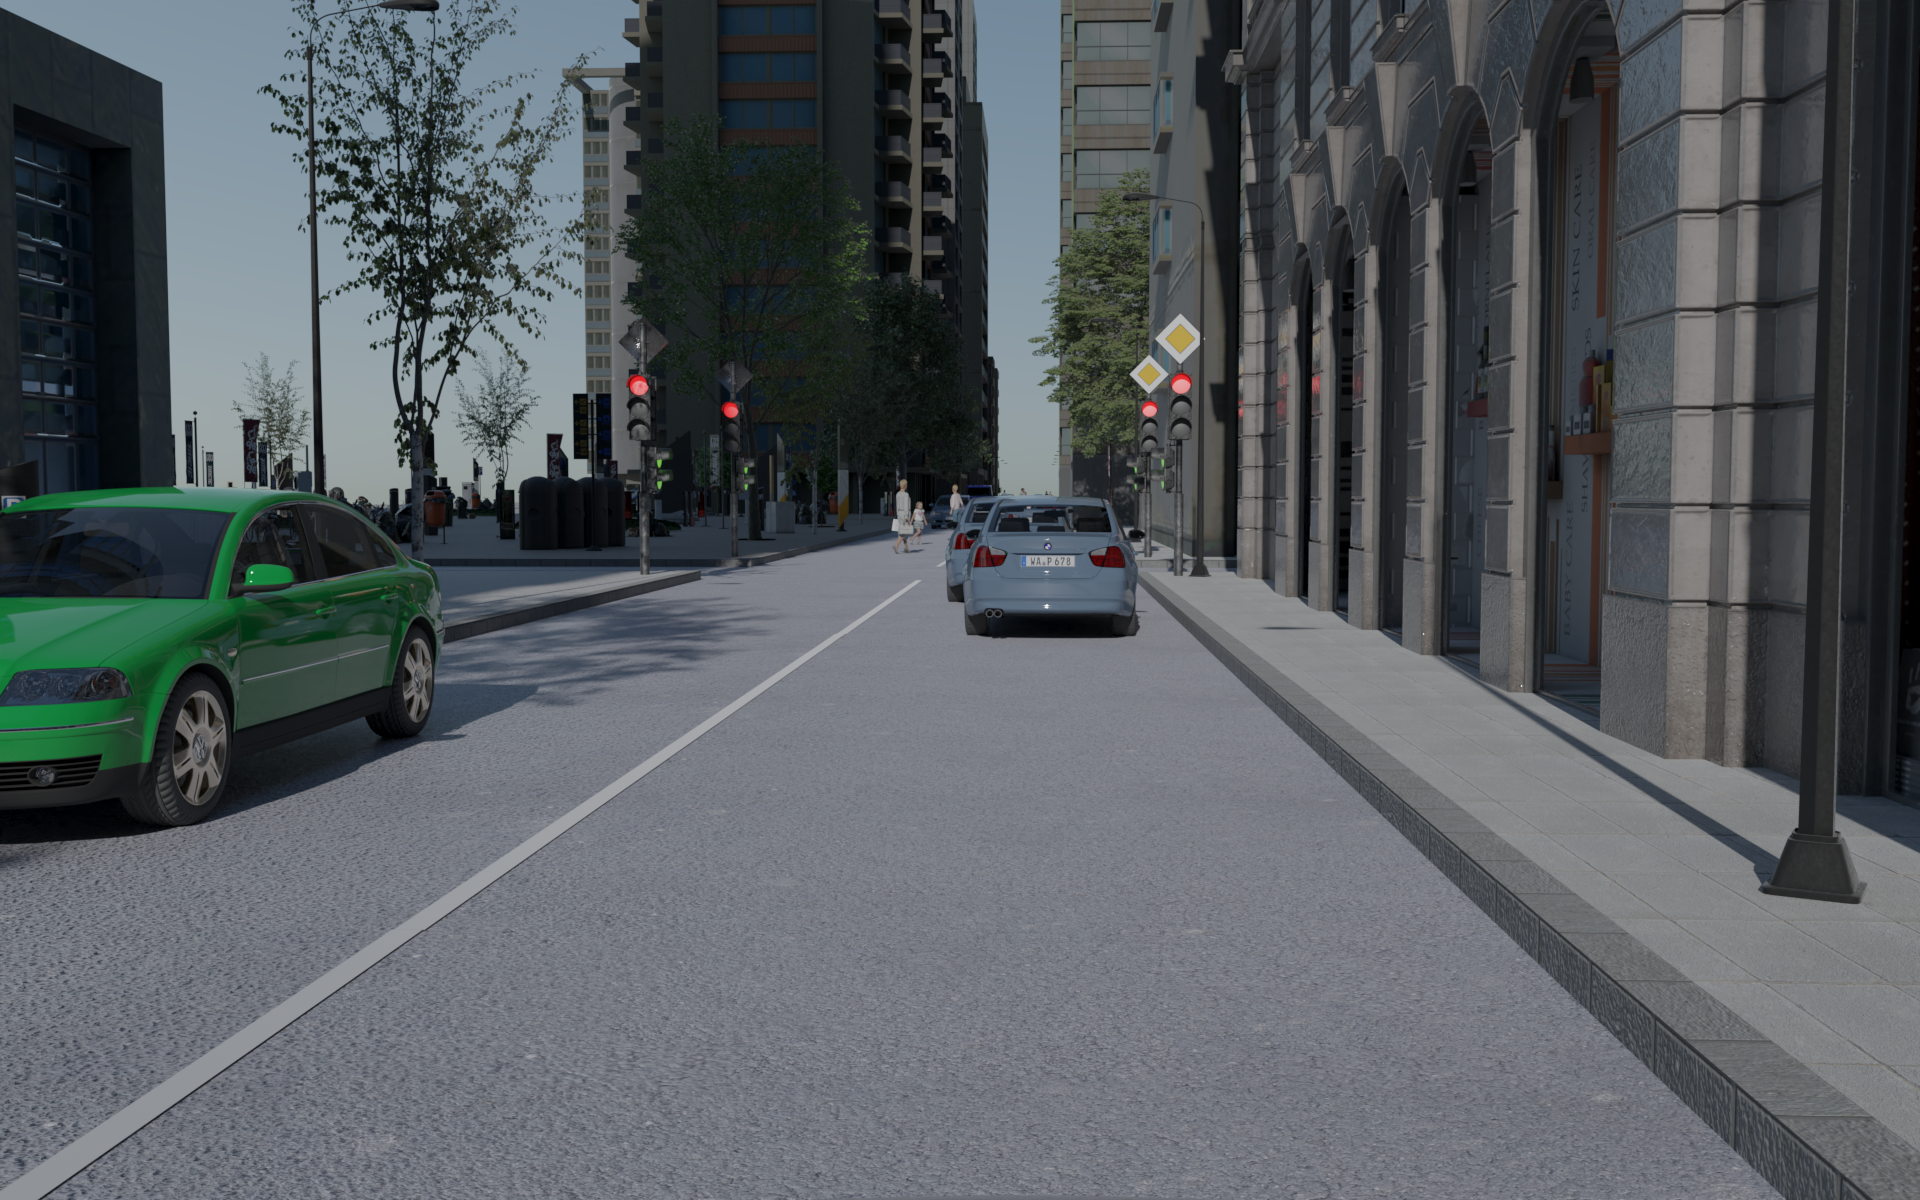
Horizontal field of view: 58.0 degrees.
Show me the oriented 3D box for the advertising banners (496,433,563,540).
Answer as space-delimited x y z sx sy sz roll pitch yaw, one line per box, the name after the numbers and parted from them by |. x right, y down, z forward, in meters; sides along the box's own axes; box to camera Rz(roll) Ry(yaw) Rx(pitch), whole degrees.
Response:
-12.247 -3.255 49.403 2.074 3.025 0.090 -3 5 -39 | advertising banners

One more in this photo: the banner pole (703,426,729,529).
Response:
-8.900 -4.510 63.754 0.863 3.779 0.401 2 4 35 | banner pole

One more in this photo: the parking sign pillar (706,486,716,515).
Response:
-15.570 -7.135 105.135 1.447 3.967 1.447 1 4 17 | parking sign pillar

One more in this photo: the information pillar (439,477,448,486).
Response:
-22.217 -4.282 74.504 0.304 2.012 0.304 -2 4 -32 | information pillar

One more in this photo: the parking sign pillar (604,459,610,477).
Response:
-22.670 -7.488 110.904 1.447 3.967 1.447 0 4 -3 | parking sign pillar

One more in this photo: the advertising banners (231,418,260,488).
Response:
-16.700 -2.646 39.451 0.090 3.025 2.074 2 4 24 | advertising banners

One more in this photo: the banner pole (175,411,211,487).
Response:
-23.019 -3.789 51.967 0.401 3.779 0.863 0 4 4 | banner pole

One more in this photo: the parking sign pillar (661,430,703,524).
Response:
-12.029 -5.213 73.711 1.447 3.967 1.447 1 4 13 | parking sign pillar

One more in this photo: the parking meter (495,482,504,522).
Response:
-21.340 -4.564 80.335 0.399 1.863 0.255 -1 4 -15 | parking meter

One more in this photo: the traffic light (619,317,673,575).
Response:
-4.996 -2.356 27.445 0.839 4.253 0.868 0 4 3 | traffic light

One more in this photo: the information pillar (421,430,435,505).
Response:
-17.143 -3.938 55.747 0.183 3.616 0.504 3 5 43 | information pillar

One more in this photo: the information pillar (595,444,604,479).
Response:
-14.203 -4.705 68.281 0.183 3.616 0.504 2 4 24 | information pillar

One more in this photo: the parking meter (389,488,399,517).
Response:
-23.447 -3.876 71.775 0.372 1.533 0.369 0 3 0 | parking meter

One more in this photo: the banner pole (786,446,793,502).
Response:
-8.858 -6.044 88.830 0.863 3.779 0.401 1 4 14 | banner pole

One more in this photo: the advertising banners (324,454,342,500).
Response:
-27.328 -4.837 75.278 0.090 3.025 2.074 -3 5 -42 | advertising banners

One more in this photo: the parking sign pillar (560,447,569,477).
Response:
-20.712 -6.183 89.557 1.447 3.967 1.447 -3 5 -39 | parking sign pillar

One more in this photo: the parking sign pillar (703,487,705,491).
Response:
-13.089 -5.730 82.165 1.447 3.967 1.447 0 4 7 | parking sign pillar

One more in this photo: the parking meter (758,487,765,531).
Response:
-7.010 -3.181 60.414 0.372 1.533 0.369 0 3 0 | parking meter

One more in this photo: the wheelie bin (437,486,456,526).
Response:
-20.409 -3.709 68.544 0.980 1.594 0.693 -3 5 -42 | wheelie bin

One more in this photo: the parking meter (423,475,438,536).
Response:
-16.374 -2.929 53.608 0.255 1.863 0.399 2 4 25 | parking meter

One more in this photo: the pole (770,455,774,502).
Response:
-9.936 -5.970 91.447 0.158 3.312 0.155 0 3 0 | pole

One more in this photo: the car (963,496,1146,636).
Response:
1.019 -0.415 18.794 2.014 1.417 4.499 0 4 5 | car

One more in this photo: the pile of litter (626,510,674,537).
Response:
-9.491 -2.334 52.123 1.719 0.858 1.176 0 4 -3 | pile of litter

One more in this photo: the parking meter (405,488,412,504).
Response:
-23.619 -4.031 74.316 0.372 1.533 0.369 0 3 0 | parking meter

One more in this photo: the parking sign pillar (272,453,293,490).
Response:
-43.808 -7.557 112.030 1.447 3.967 1.447 2 4 32 | parking sign pillar

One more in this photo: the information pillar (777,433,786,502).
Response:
-6.841 -4.590 66.401 0.183 3.616 0.504 -3 5 -41 | information pillar

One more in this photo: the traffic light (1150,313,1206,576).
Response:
3.406 -2.332 27.055 0.839 4.253 0.868 0 4 3 | traffic light

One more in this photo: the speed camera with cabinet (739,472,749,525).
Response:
-8.726 -4.771 72.344 0.660 3.252 2.038 0 4 8 | speed camera with cabinet

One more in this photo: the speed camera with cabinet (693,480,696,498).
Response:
-17.612 -7.135 110.991 2.038 3.252 0.660 0 4 -8 | speed camera with cabinet

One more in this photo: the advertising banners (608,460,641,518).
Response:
-17.215 -5.722 89.737 2.074 3.025 0.090 -2 4 -28 | advertising banners

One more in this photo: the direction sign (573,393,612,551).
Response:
-8.261 -2.873 38.976 0.876 3.537 0.379 0 4 5 | direction sign

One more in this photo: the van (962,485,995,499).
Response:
1.289 -6.881 116.895 2.240 2.365 5.245 0 4 2 | van

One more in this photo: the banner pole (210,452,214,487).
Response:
-39.141 -6.121 90.089 0.401 3.779 0.863 2 4 31 | banner pole

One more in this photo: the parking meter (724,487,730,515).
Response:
-14.104 -6.041 104.479 0.399 1.863 0.255 2 4 29 | parking meter

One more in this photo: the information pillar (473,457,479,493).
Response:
-30.926 -7.297 110.660 0.183 3.616 0.504 1 4 21 | information pillar

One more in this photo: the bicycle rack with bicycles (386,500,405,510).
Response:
-32.052 -5.449 102.473 2.925 0.926 2.852 1 4 16 | bicycle rack with bicycles

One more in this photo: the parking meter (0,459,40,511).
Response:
-6.902 -0.258 12.622 0.372 1.533 0.369 0 3 0 | parking meter

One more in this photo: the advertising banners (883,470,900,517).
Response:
-3.890 -6.288 98.988 0.090 3.025 2.074 -2 4 -28 | advertising banners

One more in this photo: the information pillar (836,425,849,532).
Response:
-4.009 -4.156 59.301 0.183 3.616 0.504 2 4 35 | information pillar

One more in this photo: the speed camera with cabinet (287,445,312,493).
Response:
-26.743 -4.631 70.055 0.660 3.252 2.038 -2 4 -33 | speed camera with cabinet

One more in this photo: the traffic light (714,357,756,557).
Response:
-4.610 -2.844 35.420 0.839 4.253 0.868 0 4 3 | traffic light

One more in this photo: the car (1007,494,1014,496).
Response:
5.003 -10.394 180.167 2.015 1.641 3.980 0 4 3 | car

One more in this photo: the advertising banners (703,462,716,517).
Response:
-14.235 -6.057 95.213 2.074 3.025 0.090 1 4 21 | advertising banners

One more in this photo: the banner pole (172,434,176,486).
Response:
-28.925 -4.494 63.488 0.401 3.779 0.863 0 4 3 | banner pole

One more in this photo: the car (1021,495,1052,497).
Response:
2.020 -2.059 45.666 2.014 1.417 4.499 0 4 3 | car

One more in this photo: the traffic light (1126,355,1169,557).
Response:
3.792 -2.820 35.031 0.839 4.253 0.868 0 4 3 | traffic light

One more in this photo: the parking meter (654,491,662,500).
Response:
-15.352 -5.051 88.290 0.399 1.863 0.255 1 4 11 | parking meter

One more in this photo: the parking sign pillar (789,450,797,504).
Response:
-10.116 -6.999 102.912 1.447 3.967 1.447 -2 4 -27 | parking sign pillar

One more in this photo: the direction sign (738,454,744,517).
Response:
-12.286 -6.426 97.070 0.379 3.537 0.876 -2 4 -23 | direction sign

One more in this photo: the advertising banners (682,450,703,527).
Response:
-10.655 -4.429 68.604 0.090 3.025 2.074 0 4 8 | advertising banners

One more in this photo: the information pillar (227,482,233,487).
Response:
-43.103 -5.983 102.321 0.304 2.012 0.304 -2 4 -29 | information pillar

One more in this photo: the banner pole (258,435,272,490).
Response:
-29.361 -5.096 73.333 0.401 3.779 0.863 2 4 30 | banner pole

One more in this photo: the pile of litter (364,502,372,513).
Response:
-32.994 -5.009 95.855 1.176 0.858 1.719 -2 4 -25 | pile of litter

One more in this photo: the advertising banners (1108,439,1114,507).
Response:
4.762 -3.578 54.681 0.090 3.025 2.074 0 4 2 | advertising banners

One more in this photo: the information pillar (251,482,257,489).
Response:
-27.370 -4.634 67.124 0.183 3.616 0.504 -2 4 -35 | information pillar

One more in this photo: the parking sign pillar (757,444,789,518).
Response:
-10.232 -6.359 92.449 1.447 3.967 1.447 1 4 19 | parking sign pillar
